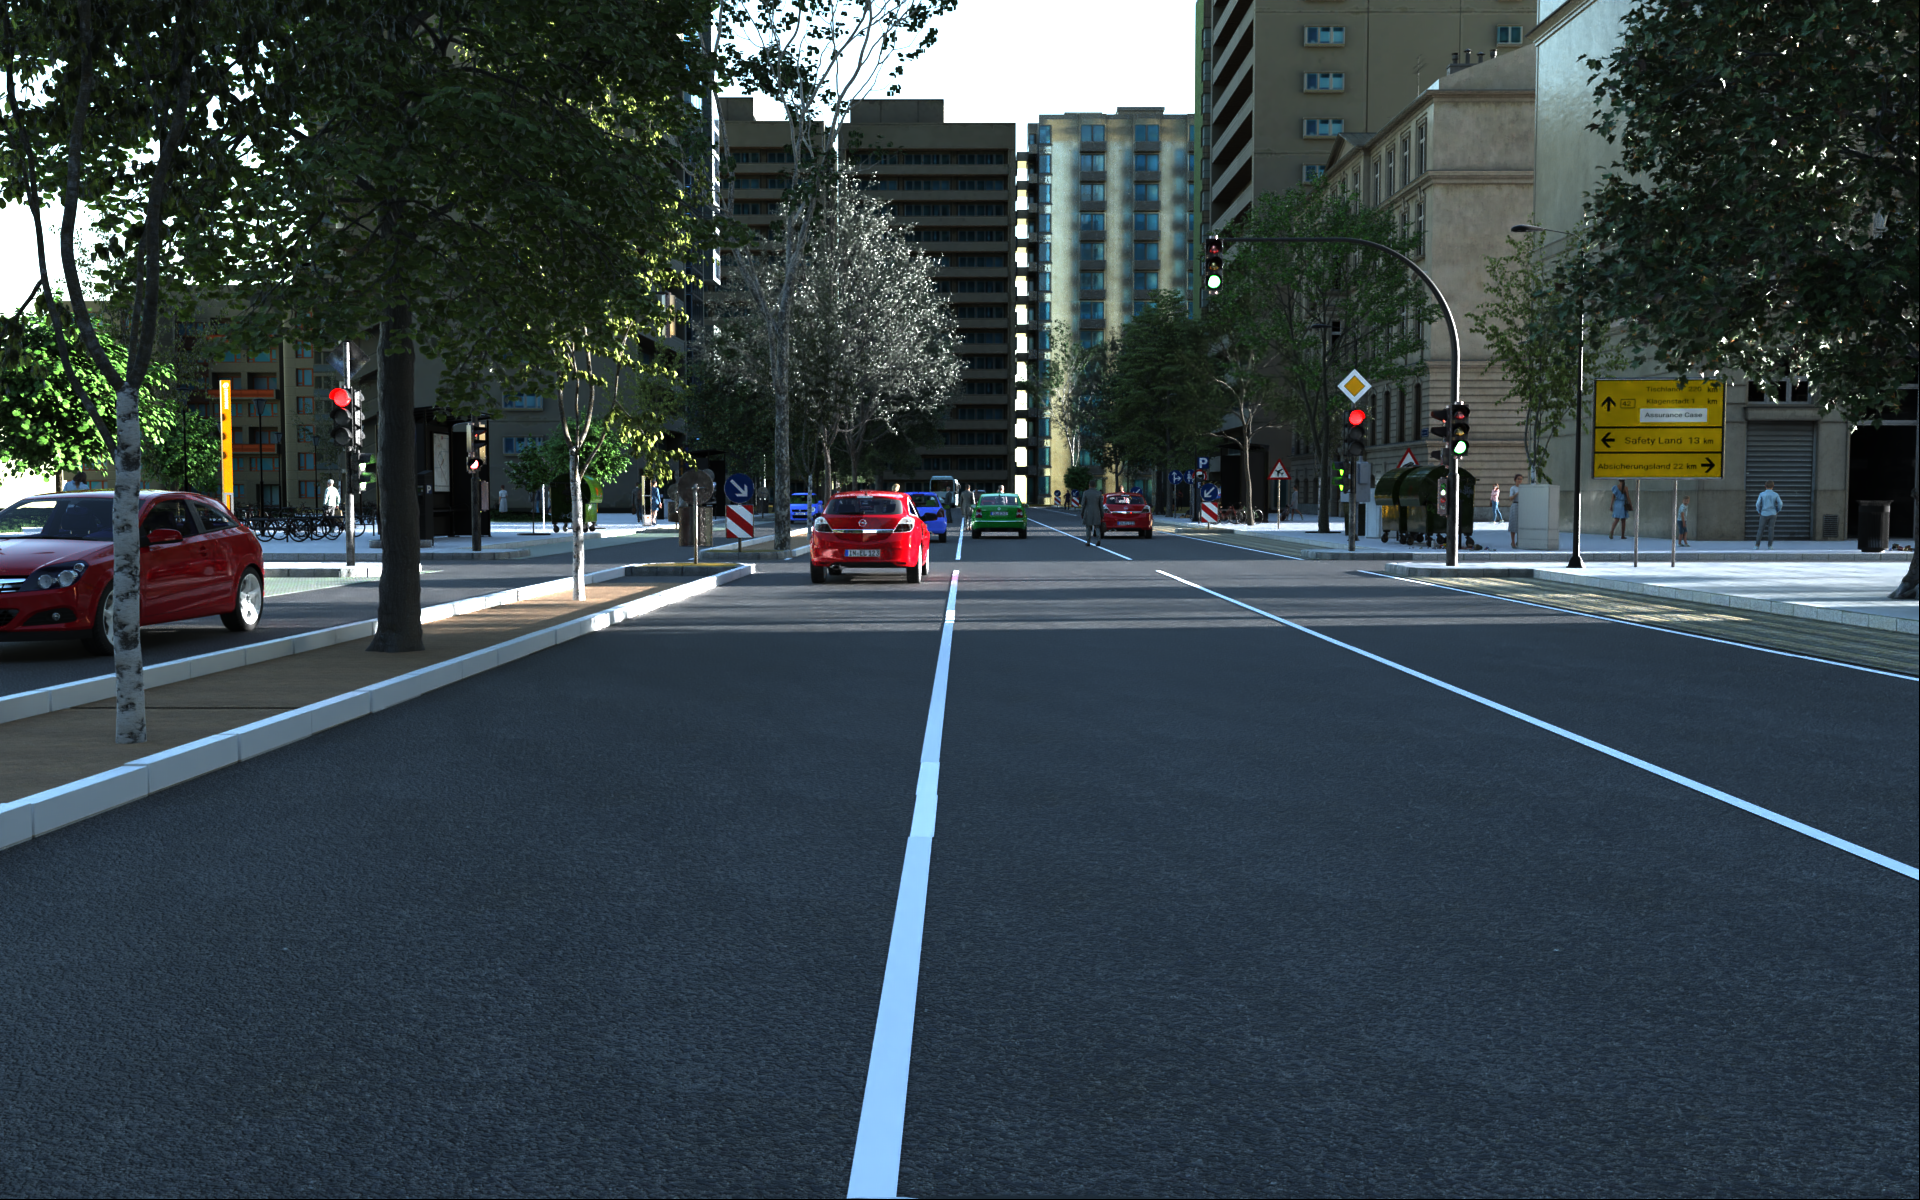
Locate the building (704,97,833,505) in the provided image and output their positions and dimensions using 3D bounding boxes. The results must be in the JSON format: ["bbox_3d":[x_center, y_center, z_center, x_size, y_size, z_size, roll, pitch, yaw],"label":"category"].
[{"bbox_3d":[-26.406,-36.172,215.109,21.600,48.544,21.300,0,4,0],"label":"building"}]

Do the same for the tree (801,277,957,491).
[{"bbox_3d":[-4.536,-11.402,95.529,9.857,13.997,8.962,0,3,0],"label":"tree"}]

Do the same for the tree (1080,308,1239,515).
[{"bbox_3d":[12.292,-11.583,106.385,9.611,12.733,9.660,0,3,0],"label":"tree"}]

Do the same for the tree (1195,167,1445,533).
[{"bbox_3d":[11.791,-8.003,56.602,9.928,11.665,9.643,0,3,0],"label":"tree"}]

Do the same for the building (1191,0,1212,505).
[{"bbox_3d":[26.127,-28.129,143.505,14.154,41.232,14.086,0,4,0],"label":"building"}]

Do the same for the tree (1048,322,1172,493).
[{"bbox_3d":[11.288,-13.014,123.156,12.009,13.543,11.850,0,3,0],"label":"tree"}]

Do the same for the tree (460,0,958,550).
[{"bbox_3d":[-5.754,-11.390,44.577,12.611,20.169,13.585,0,3,0],"label":"tree"}]

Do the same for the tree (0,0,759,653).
[{"bbox_3d":[-5.210,-5.825,15.817,7.486,12.596,7.792,0,3,0],"label":"tree"}]

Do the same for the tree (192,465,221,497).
[{"bbox_3d":[-42.862,-6.384,98.982,1.663,3.219,1.824,0,3,0],"label":"tree"}]

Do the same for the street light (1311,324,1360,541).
[{"bbox_3d":[10.279,-4.581,47.443,1.470,5.913,1.316,0,4,0],"label":"street light"}]

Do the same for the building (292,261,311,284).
[{"bbox_3d":[-73.180,-26.963,212.539,14.107,30.474,14.160,0,4,0],"label":"building"}]

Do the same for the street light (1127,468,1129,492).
[{"bbox_3d":[10.500,-8.639,113.792,1.470,5.913,1.316,0,4,0],"label":"street light"}]

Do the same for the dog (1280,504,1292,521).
[{"bbox_3d":[15.474,-4.165,82.484,0.513,0.831,0.800,0,4,-1],"label":"dog"}]

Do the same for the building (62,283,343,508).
[{"bbox_3d":[-66.042,-19.800,168.776,28.899,21.520,27.650,0,4,0],"label":"building"}]

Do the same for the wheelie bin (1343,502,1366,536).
[{"bbox_3d":[12.199,-2.782,53.386,0.980,1.594,0.693,-2,4,-32],"label":"wheelie bin"}]

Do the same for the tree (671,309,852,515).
[{"bbox_3d":[-13.169,-11.661,107.672,9.611,12.733,9.660,0,3,0],"label":"tree"}]

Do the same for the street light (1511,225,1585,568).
[{"bbox_3d":[10.200,-3.517,30.039,1.470,5.913,1.316,0,4,0],"label":"street light"}]

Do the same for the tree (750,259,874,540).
[{"bbox_3d":[-4.696,-6.180,53.868,4.360,8.622,3.978,0,3,0],"label":"tree"}]

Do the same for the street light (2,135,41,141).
[{"bbox_3d":[-12.470,-3.049,22.388,1.470,5.913,1.316,0,4,0],"label":"street light"}]

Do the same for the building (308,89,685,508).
[{"bbox_3d":[-37.288,-27.858,147.354,32.217,40.220,23.993,0,4,0],"label":"building"}]

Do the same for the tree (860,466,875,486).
[{"bbox_3d":[-13.479,-16.681,189.745,9.611,12.733,9.660,0,3,0],"label":"tree"}]

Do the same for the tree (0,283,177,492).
[{"bbox_3d":[-14.097,-2.642,26.905,4.285,4.588,4.351,0,3,0],"label":"tree"}]

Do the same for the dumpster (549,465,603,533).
[{"bbox_3d":[-12.936,-3.403,58.140,1.502,2.255,1.985,0,4,0],"label":"dumpster"}]

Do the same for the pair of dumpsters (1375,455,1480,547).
[{"bbox_3d":[11.746,-2.517,43.649,1.574,2.255,4.437,0,3,0],"label":"pair of dumpsters"}]

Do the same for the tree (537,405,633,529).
[{"bbox_3d":[-13.889,-4.904,63.902,4.285,4.588,4.351,0,3,0],"label":"tree"}]

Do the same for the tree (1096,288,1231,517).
[{"bbox_3d":[11.406,-10.889,96.166,7.486,12.596,7.792,0,3,0],"label":"tree"}]

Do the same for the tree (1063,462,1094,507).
[{"bbox_3d":[11.970,-11.746,175.754,4.285,4.588,4.351,0,3,0],"label":"tree"}]

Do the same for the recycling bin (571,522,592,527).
[{"bbox_3d":[-14.635,-3.336,67.099,0.722,1.027,0.722,0,4,2],"label":"recycling bin"}]

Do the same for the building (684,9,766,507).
[{"bbox_3d":[-36.083,-52.390,169.245,31.000,86.520,22.319,0,4,0],"label":"building"}]

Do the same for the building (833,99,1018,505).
[{"bbox_3d":[-3.868,-36.232,216.092,21.600,48.544,21.300,0,4,0],"label":"building"}]

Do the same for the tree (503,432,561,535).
[{"bbox_3d":[-13.471,-3.638,54.075,1.663,3.219,1.824,0,3,0],"label":"tree"}]

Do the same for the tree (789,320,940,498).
[{"bbox_3d":[-5.099,-9.144,86.369,8.767,10.594,7.601,0,4,0],"label":"tree"}]

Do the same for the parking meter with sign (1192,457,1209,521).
[{"bbox_3d":[11.380,-5.273,82.473,0.543,3.016,1.738,0,4,-4],"label":"parking meter with sign"}]

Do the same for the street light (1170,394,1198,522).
[{"bbox_3d":[10.375,-6.586,80.223,1.470,5.913,1.316,0,4,0],"label":"street light"}]

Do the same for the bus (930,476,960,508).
[{"bbox_3d":[-1.627,-11.496,182.815,2.948,3.499,13.247,0,4,2],"label":"bus"}]

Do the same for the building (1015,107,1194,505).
[{"bbox_3d":[22.164,-36.537,216.981,30.456,49.044,23.786,0,4,0],"label":"building"}]

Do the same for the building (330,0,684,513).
[{"bbox_3d":[-32.071,-30.616,124.267,21.300,48.544,21.600,0,4,0],"label":"building"}]

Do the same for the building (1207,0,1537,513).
[{"bbox_3d":[30.223,-30.688,125.456,21.300,48.544,21.600,0,4,0],"label":"building"}]

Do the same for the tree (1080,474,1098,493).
[{"bbox_3d":[12.403,-10.635,168.477,1.663,3.219,1.824,0,3,0],"label":"tree"}]

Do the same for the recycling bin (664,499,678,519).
[{"bbox_3d":[-15.121,-4.770,90.550,0.722,1.027,0.722,0,4,-7],"label":"recycling bin"}]

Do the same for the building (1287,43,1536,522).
[{"bbox_3d":[26.736,-16.940,96.057,14.460,24.649,34.723,0,4,0],"label":"building"}]

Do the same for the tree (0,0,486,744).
[{"bbox_3d":[-4.775,-3.493,9.924,4.360,8.622,3.978,0,3,0],"label":"tree"}]

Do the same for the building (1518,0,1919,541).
[{"bbox_3d":[34.421,-13.494,53.907,30.059,22.955,16.112,0,4,0],"label":"building"}]

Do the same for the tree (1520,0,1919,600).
[{"bbox_3d":[11.829,-6.354,20.891,9.611,12.733,9.660,0,3,0],"label":"tree"}]

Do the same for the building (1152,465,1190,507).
[{"bbox_3d":[31.344,-52.117,164.790,22.319,86.520,31.000,0,4,0],"label":"building"}]

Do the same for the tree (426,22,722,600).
[{"bbox_3d":[-5.077,-4.277,22.745,4.737,8.622,4.395,0,3,0],"label":"tree"}]

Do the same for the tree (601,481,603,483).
[{"bbox_3d":[-22.137,-6.660,103.492,1.663,3.219,1.824,0,3,0],"label":"tree"}]

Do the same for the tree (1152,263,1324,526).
[{"bbox_3d":[11.543,-8.321,70.455,7.601,10.594,8.767,1,4,22],"label":"tree"}]

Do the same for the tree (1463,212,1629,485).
[{"bbox_3d":[15.564,-5.857,46.122,4.737,8.622,4.395,0,3,0],"label":"tree"}]

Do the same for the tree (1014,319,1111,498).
[{"bbox_3d":[11.156,-20.468,190.532,12.611,20.169,13.585,0,3,0],"label":"tree"}]

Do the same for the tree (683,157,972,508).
[{"bbox_3d":[-4.824,-9.185,62.995,12.009,13.543,11.850,0,3,0],"label":"tree"}]

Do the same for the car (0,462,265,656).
[{"bbox_3d":[-8.340,-0.469,16.707,2.155,1.783,4.494,0,4,1],"label":"car"}]

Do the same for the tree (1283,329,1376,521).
[{"bbox_3d":[16.565,-7.834,78.456,4.360,8.622,3.978,0,3,0],"label":"tree"}]
